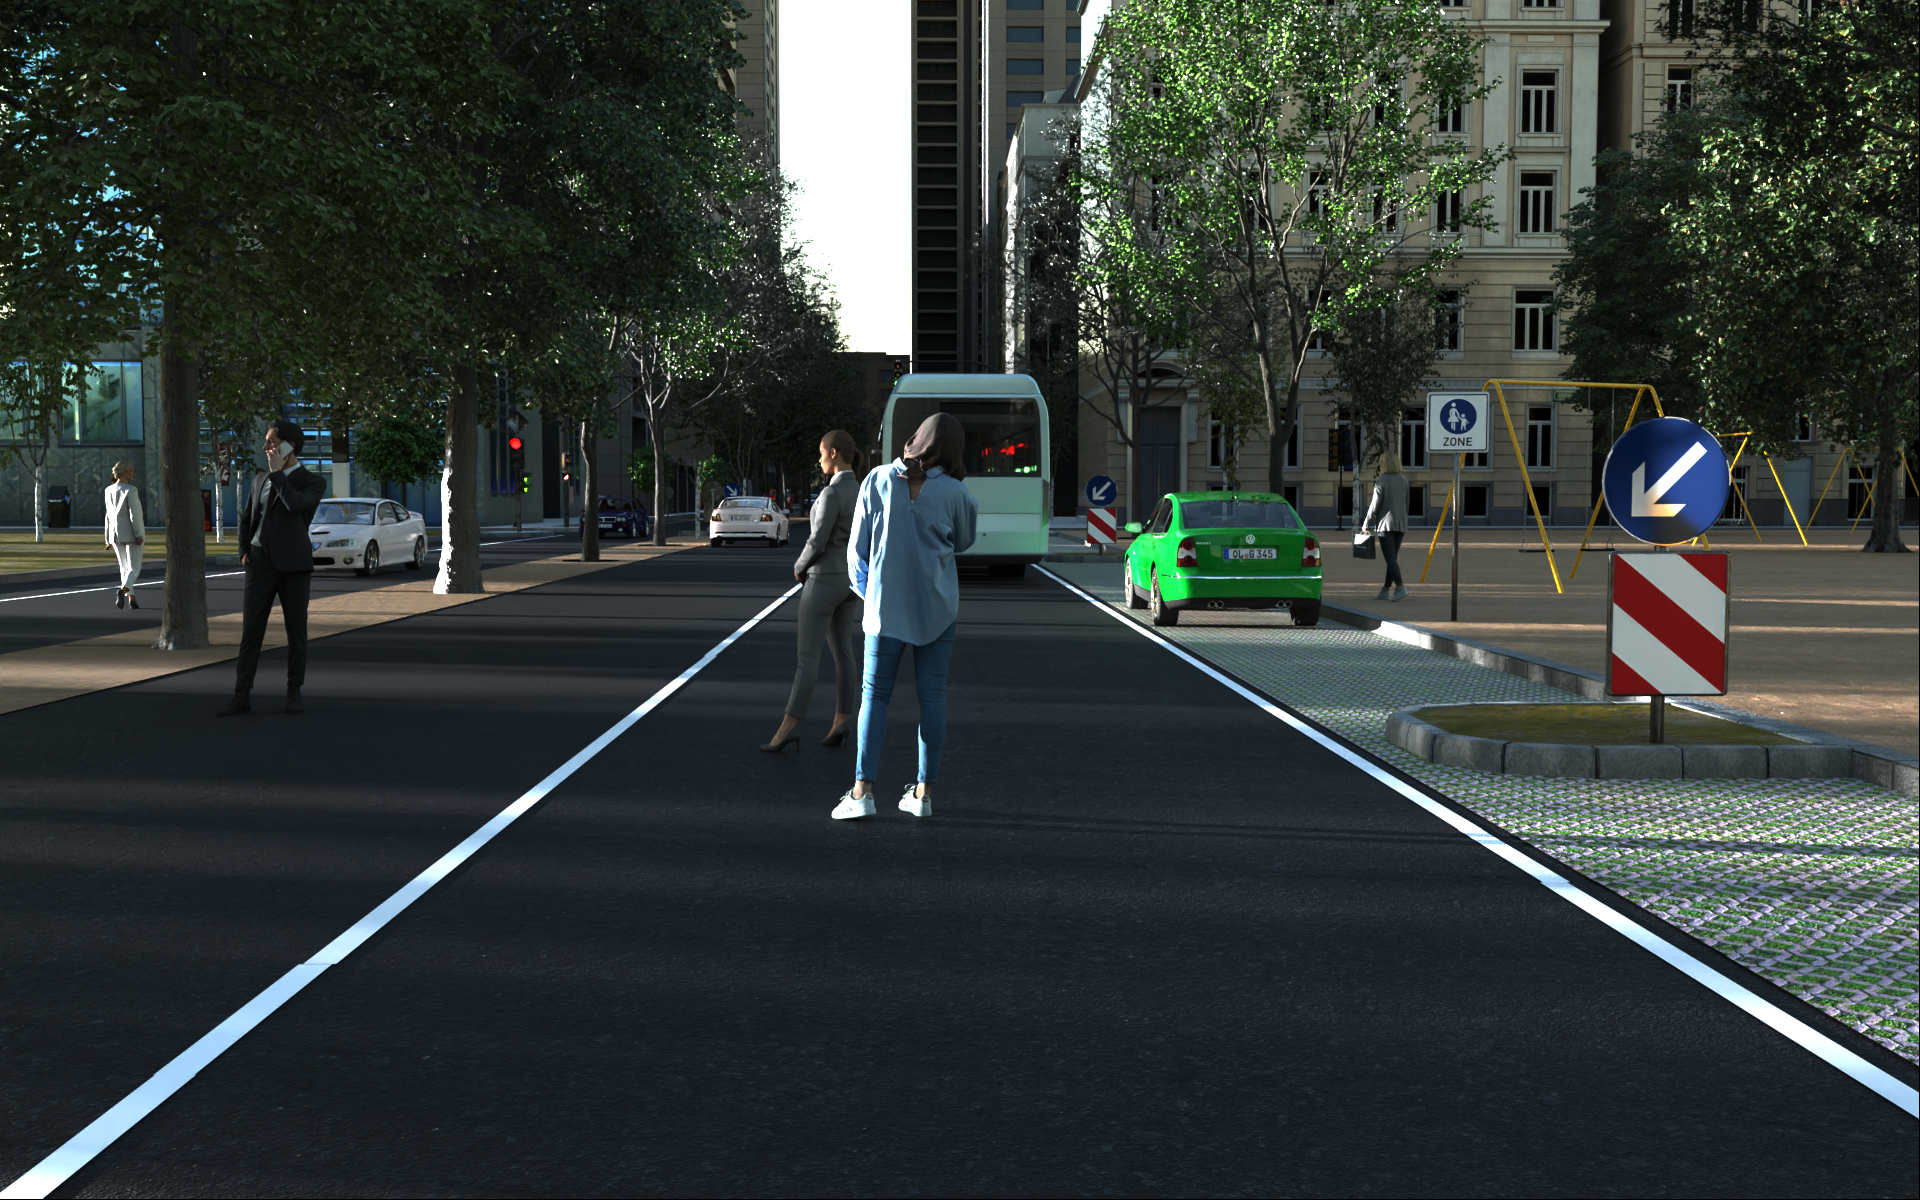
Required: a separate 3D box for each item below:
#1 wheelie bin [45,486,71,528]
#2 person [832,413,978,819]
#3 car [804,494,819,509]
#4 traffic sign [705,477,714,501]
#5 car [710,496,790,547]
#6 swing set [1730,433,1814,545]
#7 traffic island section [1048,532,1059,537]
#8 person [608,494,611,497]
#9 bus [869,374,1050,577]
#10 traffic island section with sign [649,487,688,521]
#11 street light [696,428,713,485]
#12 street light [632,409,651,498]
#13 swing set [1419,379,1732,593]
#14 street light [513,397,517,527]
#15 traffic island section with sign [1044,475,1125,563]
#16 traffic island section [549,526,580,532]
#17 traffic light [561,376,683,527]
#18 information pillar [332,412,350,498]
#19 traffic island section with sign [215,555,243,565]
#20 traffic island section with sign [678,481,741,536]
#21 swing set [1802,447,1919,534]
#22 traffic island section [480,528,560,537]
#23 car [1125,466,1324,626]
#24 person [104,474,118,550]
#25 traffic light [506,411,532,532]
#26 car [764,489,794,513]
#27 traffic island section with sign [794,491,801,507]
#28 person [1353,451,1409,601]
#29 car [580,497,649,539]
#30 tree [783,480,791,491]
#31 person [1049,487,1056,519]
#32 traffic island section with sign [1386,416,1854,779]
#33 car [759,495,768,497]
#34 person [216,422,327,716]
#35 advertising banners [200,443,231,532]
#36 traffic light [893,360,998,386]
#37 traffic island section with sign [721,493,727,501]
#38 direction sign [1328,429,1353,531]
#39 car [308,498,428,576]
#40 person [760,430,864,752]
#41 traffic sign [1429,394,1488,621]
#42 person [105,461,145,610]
[{"bbox_3d":[-34.051,-3.518,65.431,0.980,1.594,0.693,0,4,-2],"label":"wheelie bin"},{"bbox_3d":[-0.242,0.065,7.695,0.793,1.790,0.793,-3,4,-36],"label":"person"},{"bbox_3d":[-14.228,-9.491,167.178,2.014,1.417,4.499,0,4,-1],"label":"car"},{"bbox_3d":[-18.355,-7.768,127.109,0.768,2.556,0.104,0,3,0],"label":"traffic sign"},{"bbox_3d":[-5.802,-2.179,47.989,2.083,1.381,4.827,0,4,0],"label":"car"},{"bbox_3d":[19.930,-2.895,44.953,2.862,2.851,3.119,0,4,3],"label":"swing set"},{"bbox_3d":[2.252,-2.258,59.196,2.009,0.180,2.903,0,4,-1],"label":"traffic island section"},{"bbox_3d":[-18.147,-4.864,89.820,0.306,1.304,0.590,-2,4,-33],"label":"person"},{"bbox_3d":[-0.259,-2.339,33.097,2.948,3.499,13.247,0,4,-3],"label":"bus"},{"bbox_3d":[-15.476,-5.083,91.740,1.989,1.847,2.006,0,4,-1],"label":"traffic island section with sign"},{"bbox_3d":[-17.989,-9.135,121.901,1.470,5.913,1.316,0,4,-1],"label":"street light"},{"bbox_3d":[-17.308,-7.459,94.495,1.470,5.913,1.316,0,4,-1],"label":"street light"},{"bbox_3d":[8.419,-1.626,24.208,3.119,2.851,2.862,-2,4,-24],"label":"swing set"},{"bbox_3d":[-16.583,-5.766,66.811,1.470,5.913,1.316,0,4,-1],"label":"street light"},{"bbox_3d":[2.812,-1.719,36.729,1.989,1.847,2.006,0,4,-1],"label":"traffic island section with sign"},{"bbox_3d":[-15.181,-2.720,66.760,2.009,0.180,2.903,0,4,-1],"label":"traffic island section"},{"bbox_3d":[-13.052,-5.630,66.712,4.771,5.953,1.251,0,4,-1],"label":"traffic light"},{"bbox_3d":[-16.418,-3.341,45.979,0.504,3.616,0.183,1,4,15],"label":"information pillar"},{"bbox_3d":[-14.092,-1.671,35.950,1.989,1.847,2.006,0,4,-1],"label":"traffic island section with sign"},{"bbox_3d":[-8.511,-3.121,59.170,2.006,1.907,1.989,0,4,-1],"label":"traffic island section with sign"},{"bbox_3d":[30.500,-3.688,57.915,2.862,2.851,3.119,0,4,-2],"label":"swing set"},{"bbox_3d":[-14.984,-2.232,58.777,2.009,0.180,2.903,0,4,-1],"label":"traffic island section"},{"bbox_3d":[2.968,-0.691,20.101,1.959,1.807,4.718,0,4,-1],"label":"car"},{"bbox_3d":[-19.464,-2.038,39.915,0.519,1.759,0.362,-3,5,-39],"label":"person"},{"bbox_3d":[-14.944,-4.264,58.643,0.839,4.253,0.868,0,4,-1],"label":"traffic light"},{"bbox_3d":[-13.776,-7.555,132.203,2.281,1.827,5.304,0,4,-3],"label":"car"},{"bbox_3d":[-18.057,-11.471,196.184,1.989,1.847,2.006,0,4,-1],"label":"traffic island section with sign"},{"bbox_3d":[5.114,-0.891,20.799,0.709,1.800,0.728,-1,4,-23],"label":"person"},{"bbox_3d":[-11.291,-2.694,56.630,1.945,1.354,3.894,0,4,-1],"label":"car"},{"bbox_3d":[-20.422,-12.711,202.422,1.663,3.219,1.824,0,3,0],"label":"tree"},{"bbox_3d":[4.577,-5.192,90.903,0.822,1.834,0.622,3,4,36],"label":"person"},{"bbox_3d":[3.478,-0.060,9.608,1.989,1.847,2.006,0,4,-1],"label":"traffic island section with sign"},{"bbox_3d":[-17.063,-8.395,149.834,1.945,1.354,3.894,0,4,-2],"label":"car"},{"bbox_3d":[-4.477,-0.211,11.308,0.648,1.900,0.474,0,4,5],"label":"person"},{"bbox_3d":[-25.736,-3.834,58.868,2.074,3.025,0.090,0,4,0],"label":"advertising banners"},{"bbox_3d":[0.123,-5.151,58.888,4.771,5.953,1.251,0,4,-1],"label":"traffic light"},{"bbox_3d":[-16.153,-6.767,119.266,1.989,1.847,2.006,0,4,-1],"label":"traffic island section with sign"},{"bbox_3d":[13.249,-4.173,60.223,0.876,3.537,0.379,1,4,19],"label":"direction sign"},{"bbox_3d":[-11.174,-1.179,31.637,2.083,1.381,4.827,0,4,-1],"label":"car"},{"bbox_3d":[-0.822,-0.061,9.776,0.573,1.790,0.520,0,4,4],"label":"person"},{"bbox_3d":[4.997,-0.937,17.451,0.606,2.300,0.079,0,4,6],"label":"traffic sign"},{"bbox_3d":[-10.282,-0.790,21.298,0.514,1.842,0.818,0,4,-1],"label":"person"}]
